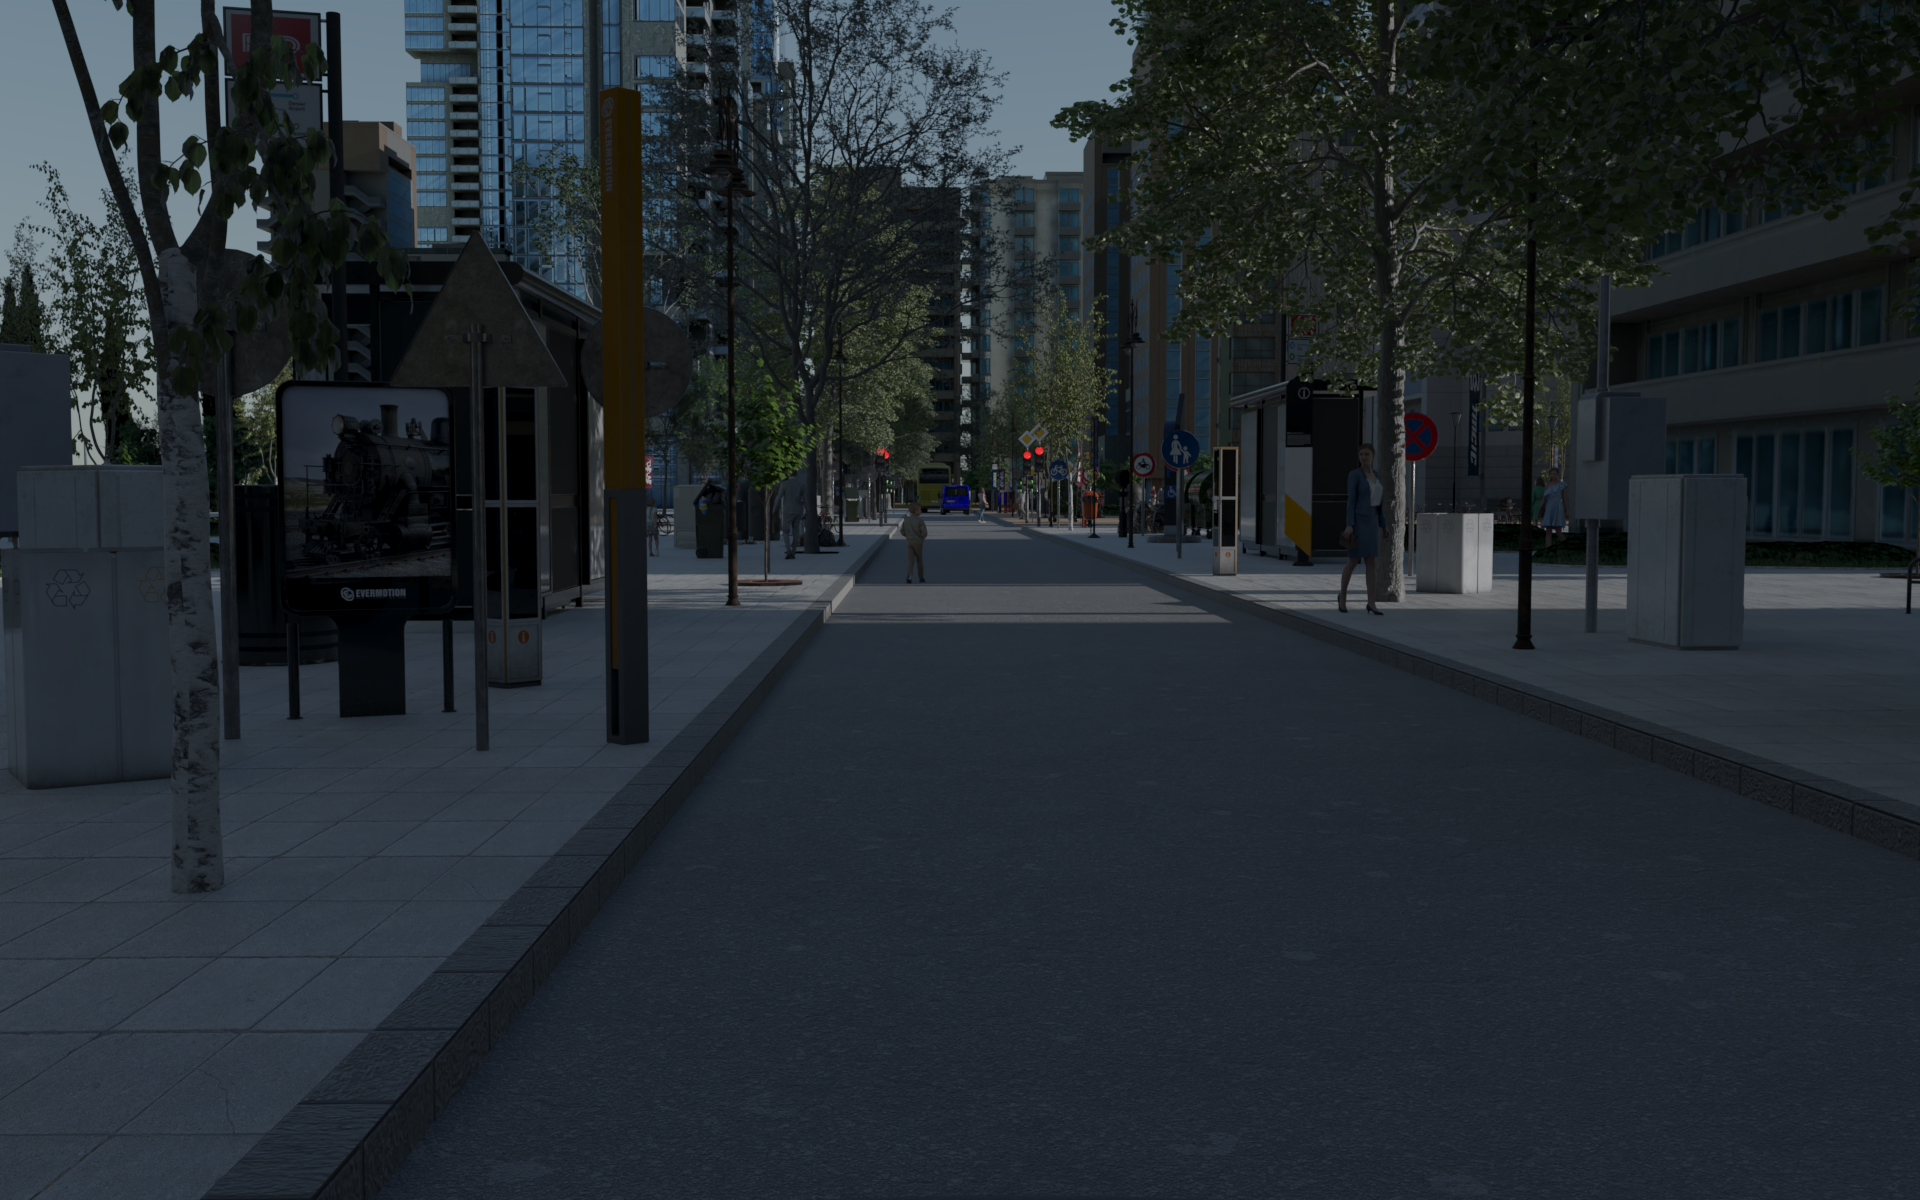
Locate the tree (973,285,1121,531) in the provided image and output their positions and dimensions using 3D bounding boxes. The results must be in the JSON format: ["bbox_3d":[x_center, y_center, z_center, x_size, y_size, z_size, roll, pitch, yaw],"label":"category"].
[{"bbox_3d":[3.745,-6.717,60.184,4.737,8.622,4.395,0,3,0],"label":"tree"}]

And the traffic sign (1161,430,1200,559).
[{"bbox_3d":[4.373,-2.099,34.425,0.768,2.556,0.104,0,4,7],"label":"traffic sign"}]

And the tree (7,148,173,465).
[{"bbox_3d":[-18.505,-5.327,37.455,4.737,8.622,4.395,0,3,0],"label":"tree"}]

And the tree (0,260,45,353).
[{"bbox_3d":[-55.589,-12.184,101.035,13.155,14.587,18.604,0,4,-4],"label":"tree"}]

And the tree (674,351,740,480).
[{"bbox_3d":[-17.075,-12.211,125.399,9.928,11.665,9.643,0,3,0],"label":"tree"}]

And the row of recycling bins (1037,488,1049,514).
[{"bbox_3d":[5.738,-6.499,113.374,1.069,1.692,3.534,-1,4,-10],"label":"row of recycling bins"}]

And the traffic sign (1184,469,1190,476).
[{"bbox_3d":[7.366,-3.560,58.213,0.884,2.594,0.081,0,4,2],"label":"traffic sign"}]

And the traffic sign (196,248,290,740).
[{"bbox_3d":[-3.816,-0.544,9.004,0.768,2.556,0.104,0,4,3],"label":"traffic sign"}]

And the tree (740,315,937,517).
[{"bbox_3d":[-5.106,-10.360,95.146,9.928,11.665,9.643,0,3,0],"label":"tree"}]

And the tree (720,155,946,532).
[{"bbox_3d":[-4.091,-8.592,58.612,7.486,12.596,7.792,0,3,0],"label":"tree"}]

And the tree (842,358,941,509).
[{"bbox_3d":[-6.768,-15.776,164.586,9.857,13.997,8.962,0,3,0],"label":"tree"}]

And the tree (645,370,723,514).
[{"bbox_3d":[-18.567,-10.765,110.412,7.601,10.594,8.767,-1,4,-20],"label":"tree"}]

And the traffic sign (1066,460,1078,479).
[{"bbox_3d":[4.264,-4.132,67.283,0.795,2.593,0.064,0,4,3],"label":"traffic sign"}]

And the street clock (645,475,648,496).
[{"bbox_3d":[-11.977,-3.724,65.456,0.358,2.002,0.471,0,4,-8],"label":"street clock"}]

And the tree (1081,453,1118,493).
[{"bbox_3d":[11.338,-9.439,138.044,4.285,4.588,4.351,0,3,0],"label":"tree"}]

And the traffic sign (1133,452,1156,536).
[{"bbox_3d":[5.587,-3.226,52.852,0.768,2.556,0.104,0,4,5],"label":"traffic sign"}]

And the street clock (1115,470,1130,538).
[{"bbox_3d":[4.816,-2.848,51.139,0.471,2.002,0.358,-2,4,-33],"label":"street clock"}]

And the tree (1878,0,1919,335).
[{"bbox_3d":[4.974,-5.527,8.494,7.486,12.596,7.792,0,3,0],"label":"tree"}]

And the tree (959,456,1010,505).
[{"bbox_3d":[2.706,-9.912,145.767,4.285,4.588,4.351,0,3,0],"label":"tree"}]

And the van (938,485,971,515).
[{"bbox_3d":[-0.363,-7.054,119.712,2.240,2.365,5.245,0,4,-3],"label":"van"}]

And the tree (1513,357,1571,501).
[{"bbox_3d":[30.349,-8.418,87.992,4.737,8.622,4.395,0,3,0],"label":"tree"}]

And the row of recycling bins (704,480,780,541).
[{"bbox_3d":[-6.200,-2.555,48.889,1.069,1.692,3.534,-3,4,-37],"label":"row of recycling bins"}]

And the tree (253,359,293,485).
[{"bbox_3d":[-31.088,-7.841,78.555,4.737,8.622,4.395,0,3,0],"label":"tree"}]

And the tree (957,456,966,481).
[{"bbox_3d":[2.541,-11.023,130.584,4.737,8.622,4.395,0,3,0],"label":"tree"}]

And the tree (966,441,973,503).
[{"bbox_3d":[3.679,-9.362,103.431,4.737,8.622,4.395,0,3,0],"label":"tree"}]

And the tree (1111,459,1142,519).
[{"bbox_3d":[8.687,-5.720,88.131,1.663,3.219,1.824,0,3,0],"label":"tree"}]

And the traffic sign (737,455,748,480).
[{"bbox_3d":[-6.467,-3.188,52.231,0.768,2.556,0.104,0,4,-1],"label":"traffic sign"}]

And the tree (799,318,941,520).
[{"bbox_3d":[-4.536,-9.229,85.313,7.601,10.594,8.767,-2,4,-29],"label":"tree"}]

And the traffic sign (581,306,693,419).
[{"bbox_3d":[-2.193,-0.713,11.757,0.768,2.556,0.104,0,4,2],"label":"traffic sign"}]

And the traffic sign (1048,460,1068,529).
[{"bbox_3d":[3.656,-3.920,64.199,0.768,2.556,0.104,0,4,1],"label":"traffic sign"}]

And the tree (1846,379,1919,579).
[{"bbox_3d":[14.803,-1.953,26.538,1.663,3.219,1.824,0,3,0],"label":"tree"}]

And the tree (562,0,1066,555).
[{"bbox_3d":[-3.214,-7.731,36.768,12.009,13.543,11.850,0,3,0],"label":"tree"}]

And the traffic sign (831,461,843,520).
[{"bbox_3d":[-4.928,-4.094,67.047,0.768,2.556,0.104,0,4,5],"label":"traffic sign"}]

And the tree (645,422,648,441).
[{"bbox_3d":[-19.944,-9.174,100.355,4.737,8.622,4.395,0,3,0],"label":"tree"}]

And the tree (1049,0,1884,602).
[{"bbox_3d":[4.928,-6.277,20.758,7.486,12.596,7.792,0,3,0],"label":"tree"}]

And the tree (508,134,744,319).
[{"bbox_3d":[-17.344,-14.302,89.723,12.611,20.169,13.585,0,3,0],"label":"tree"}]

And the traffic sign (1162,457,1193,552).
[{"bbox_3d":[4.870,-2.354,38.598,0.768,2.556,0.104,0,4,3],"label":"traffic sign"}]

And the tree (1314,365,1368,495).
[{"bbox_3d":[20.976,-9.064,98.563,4.360,8.622,3.978,0,3,0],"label":"tree"}]

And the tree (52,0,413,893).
[{"bbox_3d":[-2.606,-3.352,5.176,4.360,8.622,3.978,0,3,0],"label":"tree"}]

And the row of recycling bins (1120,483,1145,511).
[{"bbox_3d":[6.735,-3.689,67.422,1.069,1.692,3.534,0,4,5],"label":"row of recycling bins"}]

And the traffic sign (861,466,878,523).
[{"bbox_3d":[-4.071,-4.742,77.636,0.768,2.556,0.104,0,4,8],"label":"traffic sign"}]

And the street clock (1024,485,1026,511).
[{"bbox_3d":[4.045,-6.292,107.436,0.358,2.002,0.471,1,4,20],"label":"street clock"}]

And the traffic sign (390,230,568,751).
[{"bbox_3d":[-2.389,-0.526,8.597,0.884,2.594,0.081,0,4,1],"label":"traffic sign"}]

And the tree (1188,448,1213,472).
[{"bbox_3d":[17.273,-8.536,123.276,4.285,4.588,4.351,0,3,0],"label":"tree"}]

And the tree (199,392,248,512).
[{"bbox_3d":[-55.458,-13.821,127.801,13.155,14.587,18.604,0,4,2],"label":"tree"}]

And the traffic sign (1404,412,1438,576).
[{"bbox_3d":[7.039,-1.644,26.980,0.768,2.556,0.104,0,4,4],"label":"traffic sign"}]

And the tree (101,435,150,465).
[{"bbox_3d":[-27.253,-3.791,56.579,1.663,3.219,1.824,0,3,0],"label":"tree"}]

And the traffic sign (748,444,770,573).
[{"bbox_3d":[-3.132,-1.714,28.122,0.768,2.556,0.104,0,4,1],"label":"traffic sign"}]

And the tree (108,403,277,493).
[{"bbox_3d":[-42.509,-8.681,104.839,11.467,7.101,20.602,0,4,-6],"label":"tree"}]

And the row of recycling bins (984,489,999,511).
[{"bbox_3d":[2.469,-7.878,135.915,1.069,1.692,3.534,1,4,11],"label":"row of recycling bins"}]

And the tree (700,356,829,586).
[{"bbox_3d":[-2.883,-1.827,24.477,1.663,3.219,1.824,0,3,0],"label":"tree"}]
